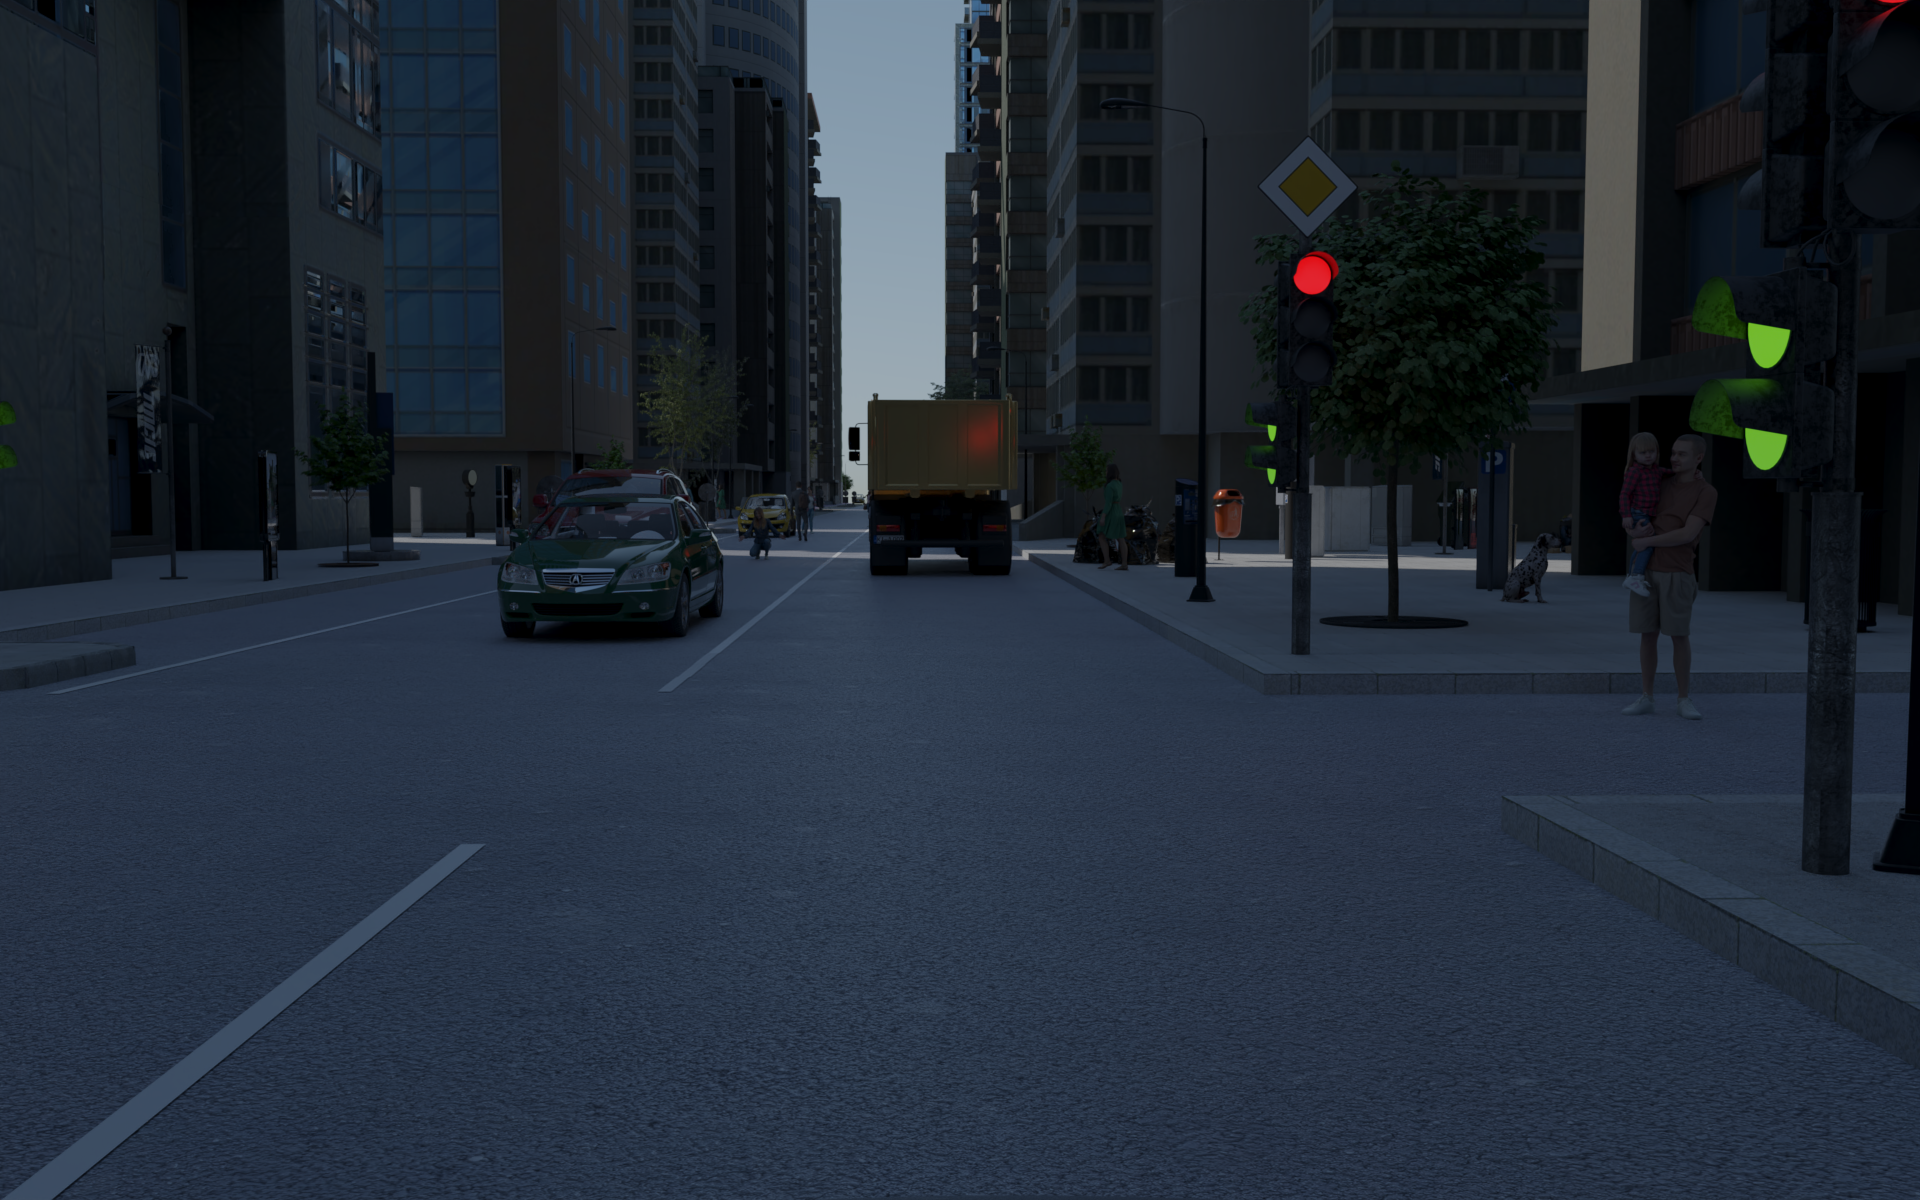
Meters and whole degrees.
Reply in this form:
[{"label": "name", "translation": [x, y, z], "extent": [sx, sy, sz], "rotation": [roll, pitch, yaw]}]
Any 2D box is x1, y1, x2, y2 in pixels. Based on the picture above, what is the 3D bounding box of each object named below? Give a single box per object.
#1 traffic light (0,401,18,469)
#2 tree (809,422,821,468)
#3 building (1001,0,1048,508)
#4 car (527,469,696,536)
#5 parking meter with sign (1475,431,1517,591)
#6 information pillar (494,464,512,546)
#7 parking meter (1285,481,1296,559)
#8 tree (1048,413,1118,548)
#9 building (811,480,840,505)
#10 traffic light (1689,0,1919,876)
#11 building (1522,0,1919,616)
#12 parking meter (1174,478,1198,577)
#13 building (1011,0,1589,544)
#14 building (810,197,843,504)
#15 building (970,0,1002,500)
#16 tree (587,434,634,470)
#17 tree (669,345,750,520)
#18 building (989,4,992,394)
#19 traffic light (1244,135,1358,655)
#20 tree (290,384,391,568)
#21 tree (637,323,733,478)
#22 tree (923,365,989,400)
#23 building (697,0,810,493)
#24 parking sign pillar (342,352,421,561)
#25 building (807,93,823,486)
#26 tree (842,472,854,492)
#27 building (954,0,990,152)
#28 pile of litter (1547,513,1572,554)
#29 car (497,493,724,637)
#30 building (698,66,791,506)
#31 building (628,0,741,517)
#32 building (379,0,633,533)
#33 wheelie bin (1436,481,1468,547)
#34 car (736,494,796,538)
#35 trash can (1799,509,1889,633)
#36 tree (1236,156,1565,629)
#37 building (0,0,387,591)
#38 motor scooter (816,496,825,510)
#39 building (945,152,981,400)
[{"label": "traffic light", "translation": [-7.847, -1.501, 13.460], "extent": [0.839, 4.253, 0.868], "rotation": [0, 4, -2]}, {"label": "tree", "translation": [-15.082, -12.982, 162.610], "extent": [4.737, 8.622, 4.395], "rotation": [0, 3, 0]}, {"label": "building", "translation": [8.874, -18.975, 81.950], "extent": [14.160, 30.474, 14.107], "rotation": [0, 4, -2]}, {"label": "car", "translation": [-5.080, -1.051, 25.857], "extent": [2.281, 1.827, 5.304], "rotation": [0, 4, -2]}, {"label": "parking meter with sign", "translation": [7.298, -1.667, 23.511], "extent": [0.543, 3.016, 1.738], "rotation": [1, 4, 22]}, {"label": "information pillar", "translation": [-11.247, -2.336, 42.693], "extent": [0.304, 2.012, 0.304], "rotation": [2, 4, 35]}, {"label": "parking meter", "translation": [6.597, -1.573, 34.126], "extent": [0.372, 1.533, 0.369], "rotation": [0, 3, 0]}, {"label": "tree", "translation": [2.942, -2.875, 41.610], "extent": [1.663, 3.219, 1.824], "rotation": [0, 3, 0]}, {"label": "building", "translation": [-31.245, -31.817, 212.091], "extent": [32.217, 40.220, 23.993], "rotation": [0, 4, -2]}, {"label": "traffic light", "translation": [2.926, -1.031, 5.778], "extent": [0.839, 4.253, 0.868], "rotation": [0, 4, -2]}, {"label": "building", "translation": [23.179, -22.531, 23.011], "extent": [28.867, 44.769, 22.147], "rotation": [0, 4, -2]}, {"label": "parking meter", "translation": [3.513, -1.126, 26.817], "extent": [0.372, 1.533, 0.369], "rotation": [0, 3, 0]}, {"label": "building", "translation": [15.516, -22.198, 54.822], "extent": [32.217, 40.220, 23.993], "rotation": [0, 4, -2]}, {"label": "building", "translation": [-23.075, -33.519, 231.623], "extent": [14.154, 41.232, 14.086], "rotation": [0, 4, -2]}, {"label": "building", "translation": [11.863, -27.590, 105.724], "extent": [22.147, 44.769, 28.867], "rotation": [0, 4, -2]}, {"label": "tree", "translation": [-11.041, -3.723, 55.469], "extent": [1.663, 3.219, 1.824], "rotation": [0, 3, 0]}, {"label": "tree", "translation": [-12.239, -8.285, 85.816], "extent": [4.360, 8.622, 3.978], "rotation": [0, 3, 0]}, {"label": "building", "translation": [10.647, -42.293, 129.737], "extent": [20.563, 71.187, 20.611], "rotation": [0, 4, -2]}, {"label": "traffic light", "translation": [2.710, -1.519, 13.760], "extent": [0.839, 4.253, 0.868], "rotation": [0, 4, -2]}, {"label": "tree", "translation": [-10.941, -2.196, 30.514], "extent": [1.663, 3.219, 1.824], "rotation": [0, 3, 0]}, {"label": "tree", "translation": [-12.156, -7.643, 75.333], "extent": [4.737, 8.622, 4.395], "rotation": [0, 3, 0]}, {"label": "tree", "translation": [-0.273, -16.240, 172.177], "extent": [9.857, 13.997, 8.962], "rotation": [0, 3, 0]}, {"label": "building", "translation": [-23.749, -36.643, 141.113], "extent": [21.231, 58.520, 28.212], "rotation": [0, 4, -2]}, {"label": "parking sign pillar", "translation": [-11.244, -2.758, 33.570], "extent": [1.447, 3.967, 1.447], "rotation": [-1, 4, -20]}, {"label": "building", "translation": [-26.237, -32.482, 185.697], "extent": [22.147, 44.769, 28.867], "rotation": [0, 4, -2]}, {"label": "tree", "translation": [-16.634, -15.965, 244.733], "extent": [4.285, 4.588, 4.351], "rotation": [0, 3, 0]}, {"label": "building", "translation": [8.225, -56.185, 231.291], "extent": [22.319, 86.520, 31.000], "rotation": [0, 4, -2]}, {"label": "pile of litter", "translation": [13.405, -1.453, 37.716], "extent": [1.719, 0.858, 1.176], "rotation": [1, 4, 13]}, {"label": "car", "translation": [-3.681, -0.431, 18.852], "extent": [2.131, 1.459, 4.920], "rotation": [0, 4, -1]}, {"label": "building", "translation": [-19.365, -21.334, 120.506], "extent": [14.160, 30.474, 14.107], "rotation": [0, 4, -2]}, {"label": "building", "translation": [-28.255, -25.007, 100.742], "extent": [32.217, 40.220, 23.993], "rotation": [0, 4, -2]}, {"label": "building", "translation": [-20.080, -25.213, 62.348], "extent": [14.600, 45.320, 14.200], "rotation": [0, 4, -2]}, {"label": "wheelie bin", "translation": [12.140, -2.116, 42.510], "extent": [0.693, 1.594, 0.980], "rotation": [-1, 4, -21]}, {"label": "car", "translation": [-6.467, -2.934, 58.199], "extent": [2.015, 1.641, 3.980], "rotation": [0, 4, -1]}, {"label": "trash can", "translation": [8.239, -0.277, 16.191], "extent": [0.748, 1.137, 0.748], "rotation": [0, 3, 0]}, {"label": "tree", "translation": [4.358, -2.041, 17.079], "extent": [4.285, 4.588, 4.351], "rotation": [0, 3, 0]}, {"label": "building", "translation": [-24.031, -43.756, 28.080], "extent": [22.319, 86.520, 31.000], "rotation": [0, 4, -2]}, {"label": "motor scooter", "translation": [-11.761, -8.173, 146.397], "extent": [0.815, 1.314, 1.986], "rotation": [0, 4, -1]}, {"label": "building", "translation": [5.137, -32.198, 210.032], "extent": [14.154, 41.232, 14.086], "rotation": [0, 4, -2]}]
